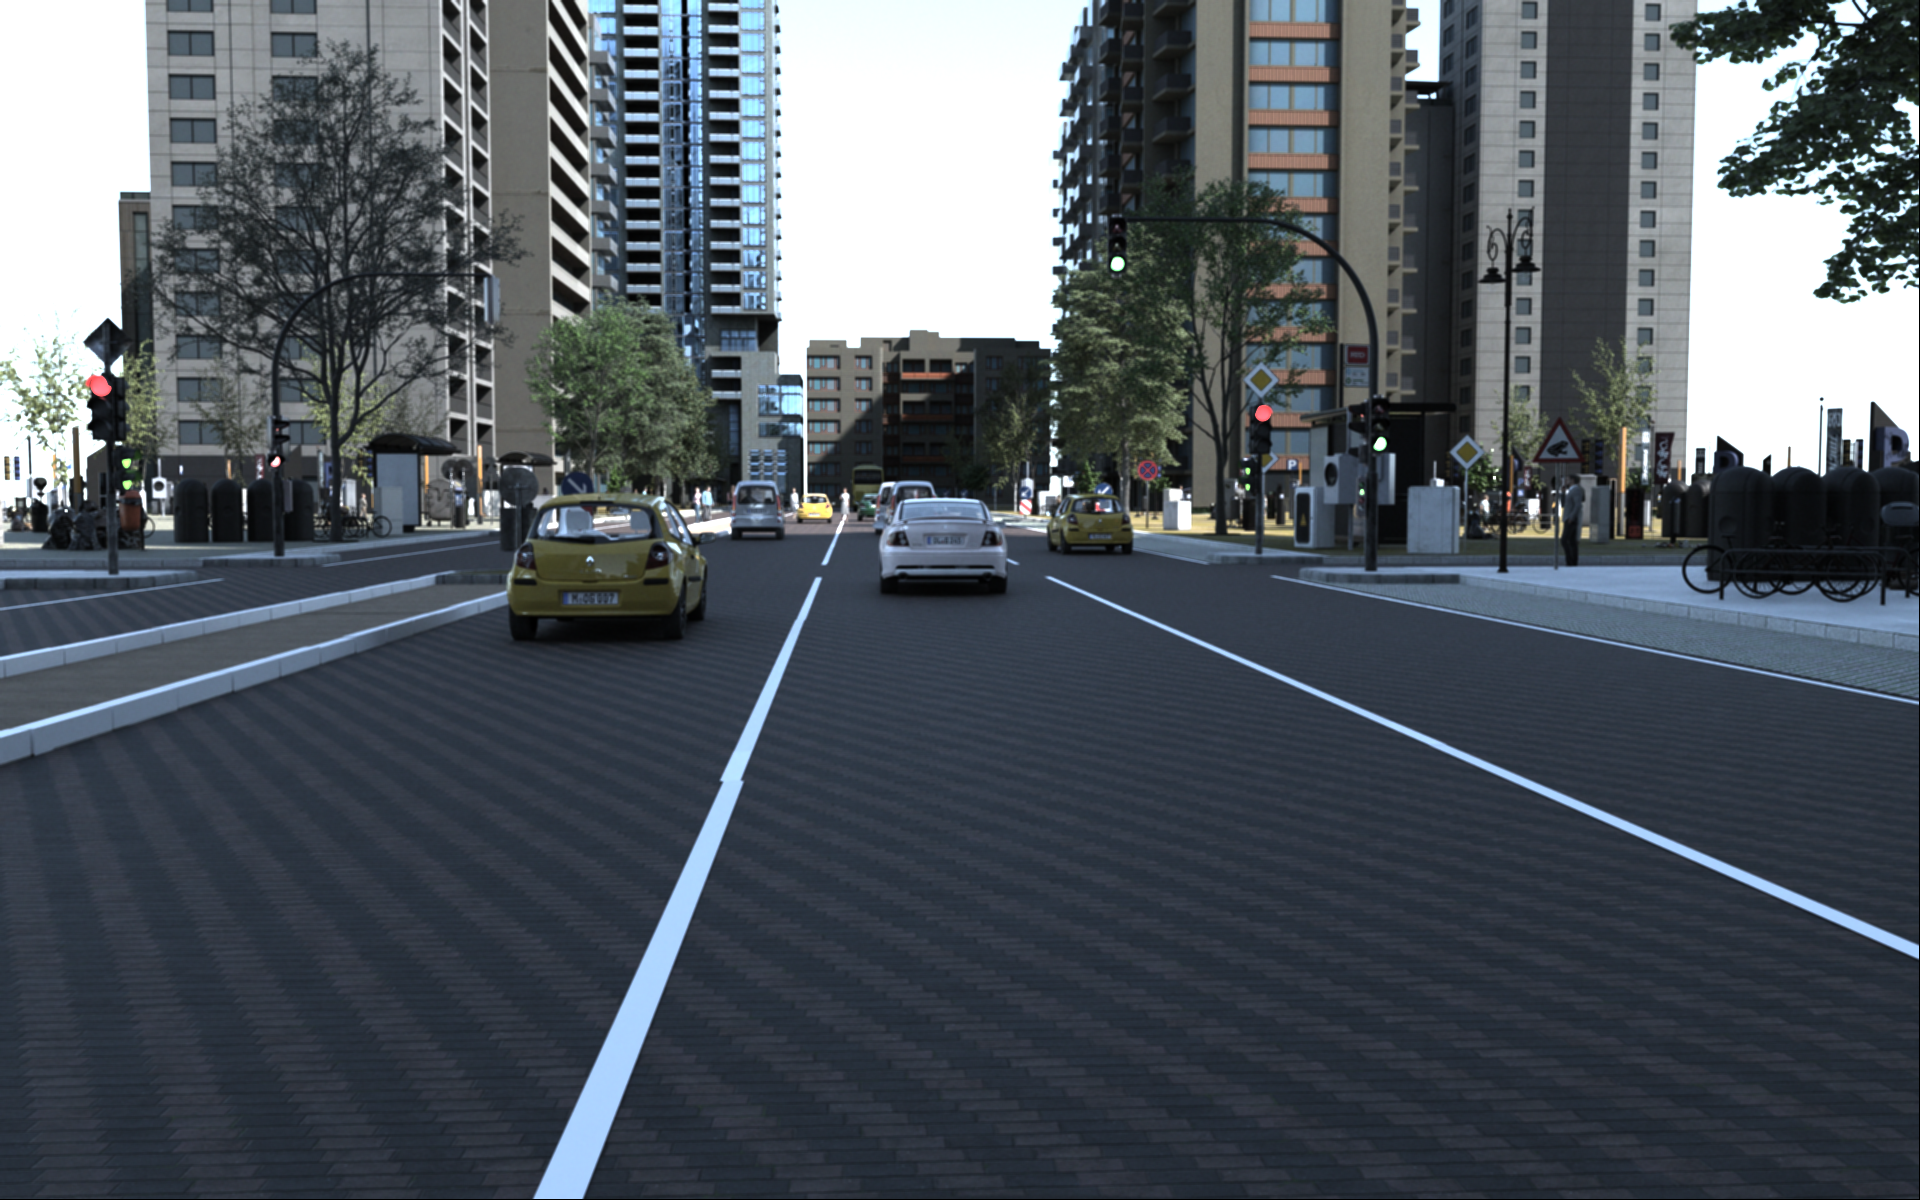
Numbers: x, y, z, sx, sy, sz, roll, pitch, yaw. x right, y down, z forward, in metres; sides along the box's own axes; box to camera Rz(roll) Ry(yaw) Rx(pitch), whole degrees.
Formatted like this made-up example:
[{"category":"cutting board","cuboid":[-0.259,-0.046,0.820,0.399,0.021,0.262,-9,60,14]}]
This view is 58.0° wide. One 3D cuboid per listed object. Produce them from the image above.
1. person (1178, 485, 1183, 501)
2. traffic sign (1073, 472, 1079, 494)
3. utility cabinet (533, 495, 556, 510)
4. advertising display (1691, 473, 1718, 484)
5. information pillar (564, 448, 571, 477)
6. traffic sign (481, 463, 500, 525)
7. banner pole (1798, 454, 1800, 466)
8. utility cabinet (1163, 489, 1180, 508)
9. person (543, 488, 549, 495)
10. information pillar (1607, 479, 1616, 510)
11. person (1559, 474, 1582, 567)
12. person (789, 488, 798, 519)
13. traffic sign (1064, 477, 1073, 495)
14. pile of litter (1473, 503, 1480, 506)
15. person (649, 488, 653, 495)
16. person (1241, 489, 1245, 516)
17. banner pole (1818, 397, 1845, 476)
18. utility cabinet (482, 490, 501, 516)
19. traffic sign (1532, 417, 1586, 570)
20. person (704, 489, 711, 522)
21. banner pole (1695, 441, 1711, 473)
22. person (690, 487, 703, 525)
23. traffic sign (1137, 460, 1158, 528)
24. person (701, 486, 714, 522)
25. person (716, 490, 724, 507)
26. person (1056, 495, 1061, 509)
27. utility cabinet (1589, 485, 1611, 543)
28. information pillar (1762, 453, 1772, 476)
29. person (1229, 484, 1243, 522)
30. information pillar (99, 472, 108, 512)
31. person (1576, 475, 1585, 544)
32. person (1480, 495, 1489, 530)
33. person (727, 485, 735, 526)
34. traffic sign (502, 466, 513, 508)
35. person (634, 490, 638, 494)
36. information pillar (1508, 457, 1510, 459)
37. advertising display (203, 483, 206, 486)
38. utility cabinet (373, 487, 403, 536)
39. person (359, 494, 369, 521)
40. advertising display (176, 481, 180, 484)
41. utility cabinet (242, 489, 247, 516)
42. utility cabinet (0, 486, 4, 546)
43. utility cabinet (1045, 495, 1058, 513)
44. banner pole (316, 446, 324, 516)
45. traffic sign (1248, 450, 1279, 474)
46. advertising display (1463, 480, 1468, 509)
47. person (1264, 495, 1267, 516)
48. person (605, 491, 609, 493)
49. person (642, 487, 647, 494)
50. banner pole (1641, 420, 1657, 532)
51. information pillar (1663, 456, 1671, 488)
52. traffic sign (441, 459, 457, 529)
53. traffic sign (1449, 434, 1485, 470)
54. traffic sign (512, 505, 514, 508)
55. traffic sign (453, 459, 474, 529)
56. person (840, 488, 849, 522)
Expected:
[{"category":"person","cuboid":[13.643,-6.253,108.131,0.795,1.843,0.661,3,5,43]},{"category":"traffic sign","cuboid":[6.671,-5.949,97.367,0.768,2.556,0.104,0,4,3]},{"category":"utility cabinet","cuboid":[-18.740,-4.094,78.101,1.020,1.237,0.306,1,4,15]},{"category":"advertising display","cuboid":[22.863,-2.926,53.048,0.123,1.923,0.974,-3,5,-43]},{"category":"information pillar","cuboid":[-20.116,-5.959,88.788,0.183,3.616,0.504,1,4,23]},{"category":"traffic sign","cuboid":[-19.652,-4.441,72.619,0.884,2.594,0.081,0,4,0]},{"category":"banner pole","cuboid":[52.430,-7.232,108.265,0.401,3.779,0.863,2,4,32]},{"category":"utility cabinet","cuboid":[8.661,-3.806,70.907,0.318,1.500,1.173,2,4,27]},{"category":"person","cuboid":[-30.385,-7.358,127.018,0.551,1.740,0.621,1,4,21]},{"category":"information pillar","cuboid":[31.704,-4.881,84.292,0.304,2.012,0.304,0,4,-8]},{"category":"person","cuboid":[11.501,-1.467,32.669,0.473,1.802,0.592,2,4,28]},{"category":"person","cuboid":[-9.615,-5.624,100.808,0.694,1.780,0.624,3,4,38]},{"category":"traffic sign","cuboid":[6.248,-5.974,99.802,0.606,2.300,0.079,0,4,-1]},{"category":"pile of litter","cuboid":[25.633,-4.347,85.036,1.176,0.858,1.719,2,4,27]},{"category":"person","cuboid":[-24.224,-7.947,135.992,0.705,1.822,1.348,-1,4,-21]},{"category":"person","cuboid":[16.368,-5.780,100.827,0.573,1.790,0.520,0,4,-8]},{"category":"banner pole","cuboid":[22.213,-3.323,44.346,0.401,3.779,0.863,-2,4,-26]},{"category":"utility cabinet","cuboid":[-26.714,-5.499,98.584,0.318,1.500,1.173,2,4,34]},{"category":"traffic sign","cuboid":[10.129,-1.796,29.362,0.884,2.594,0.081,0,4,6]},{"category":"person","cuboid":[-13.047,-4.929,89.639,0.362,1.759,0.519,-3,5,-41]},{"category":"banner pole","cuboid":[35.068,-5.606,81.675,0.863,3.779,0.401,2,4,26]},{"category":"person","cuboid":[-12.010,-4.296,79.332,0.643,1.750,0.593,-2,4,-35]},{"category":"traffic sign","cuboid":[7.027,-3.964,64.924,0.768,2.556,0.104,0,4,1]},{"category":"person","cuboid":[-12.550,-4.742,85.888,0.638,1.841,0.748,-2,4,-31]},{"category":"person","cuboid":[-24.761,-10.469,177.925,1.217,1.735,0.721,-2,4,-29]},{"category":"person","cuboid":[5.619,-5.366,98.443,0.373,1.253,0.362,-2,4,-28]},{"category":"utility cabinet","cuboid":[16.645,-2.227,45.087,0.318,1.500,1.173,1,4,10]},{"category":"information pillar","cuboid":[45.489,-6.502,97.663,0.504,3.616,0.183,1,4,21]},{"category":"person","cuboid":[12.795,-4.518,80.191,0.520,1.790,0.573,-2,4,-35]},{"category":"information pillar","cuboid":[-27.879,-3.184,56.551,0.304,2.012,0.304,0,4,2]},{"category":"person","cuboid":[15.247,-2.224,42.961,0.519,1.759,0.362,-2,4,-33]},{"category":"person","cuboid":[18.473,-3.076,61.017,0.332,1.250,0.352,2,4,25]},{"category":"person","cuboid":[-9.959,-4.139,76.175,0.555,1.821,0.388,1,4,13]},{"category":"traffic sign","cuboid":[-20.444,-4.814,78.808,0.768,2.556,0.104,0,4,-1]},{"category":"person","cuboid":[-34.226,-10.763,182.574,0.990,1.755,0.434,-3,4,-37]},{"category":"information pillar","cuboid":[30.771,-6.451,96.828,0.504,3.616,0.183,2,4,27]},{"category":"advertising display","cuboid":[-42.476,-5.577,96.405,0.974,1.923,0.123,-2,4,-27]},{"category":"utility cabinet","cuboid":[-17.528,-2.713,53.039,0.318,1.500,1.173,1,4,13]},{"category":"person","cuboid":[-28.841,-4.487,83.670,0.475,1.303,0.640,1,4,19]},{"category":"advertising display","cuboid":[-37.352,-4.798,83.665,0.123,1.923,0.974,3,5,44]},{"category":"utility cabinet","cuboid":[-30.014,-3.933,72.989,0.318,1.500,1.173,-1,4,-18]},{"category":"utility cabinet","cuboid":[-23.663,-2.065,42.442,0.318,1.500,1.173,-2,4,-24]},{"category":"utility cabinet","cuboid":[5.538,-5.685,104.111,0.306,1.237,1.020,-3,4,-38]},{"category":"banner pole","cuboid":[-33.094,-6.092,89.620,0.401,3.779,0.863,-3,5,-44]},{"category":"traffic sign","cuboid":[7.884,-2.761,44.869,0.795,2.593,0.064,0,4,4]},{"category":"advertising display","cuboid":[23.390,-4.581,80.107,0.123,1.923,0.974,1,4,10]},{"category":"person","cuboid":[17.735,-5.466,100.427,0.382,1.210,0.505,-1,4,-11]},{"category":"person","cuboid":[-27.396,-7.907,135.256,1.348,1.831,0.705,-1,4,-11]},{"category":"person","cuboid":[-17.716,-5.426,97.069,0.748,1.841,0.638,1,4,9]},{"category":"banner pole","cuboid":[23.189,-4.182,58.390,0.863,3.779,0.401,-3,4,-36]},{"category":"information pillar","cuboid":[37.878,-6.202,92.764,0.504,3.616,0.183,-2,4,-32]},{"category":"traffic sign","cuboid":[-18.709,-3.889,63.696,0.768,2.556,0.104,0,4,5]},{"category":"traffic sign","cuboid":[11.155,-2.346,38.084,0.795,2.593,0.064,0,4,2]},{"category":"traffic sign","cuboid":[-20.929,-4.955,81.116,0.768,2.556,0.104,0,4,-1]},{"category":"traffic sign","cuboid":[-18.097,-3.854,63.123,0.768,2.556,0.104,0,4,2]},{"category":"person","cuboid":[-5.982,-4.924,89.576,0.480,1.755,0.524,0,4,-1]}]
